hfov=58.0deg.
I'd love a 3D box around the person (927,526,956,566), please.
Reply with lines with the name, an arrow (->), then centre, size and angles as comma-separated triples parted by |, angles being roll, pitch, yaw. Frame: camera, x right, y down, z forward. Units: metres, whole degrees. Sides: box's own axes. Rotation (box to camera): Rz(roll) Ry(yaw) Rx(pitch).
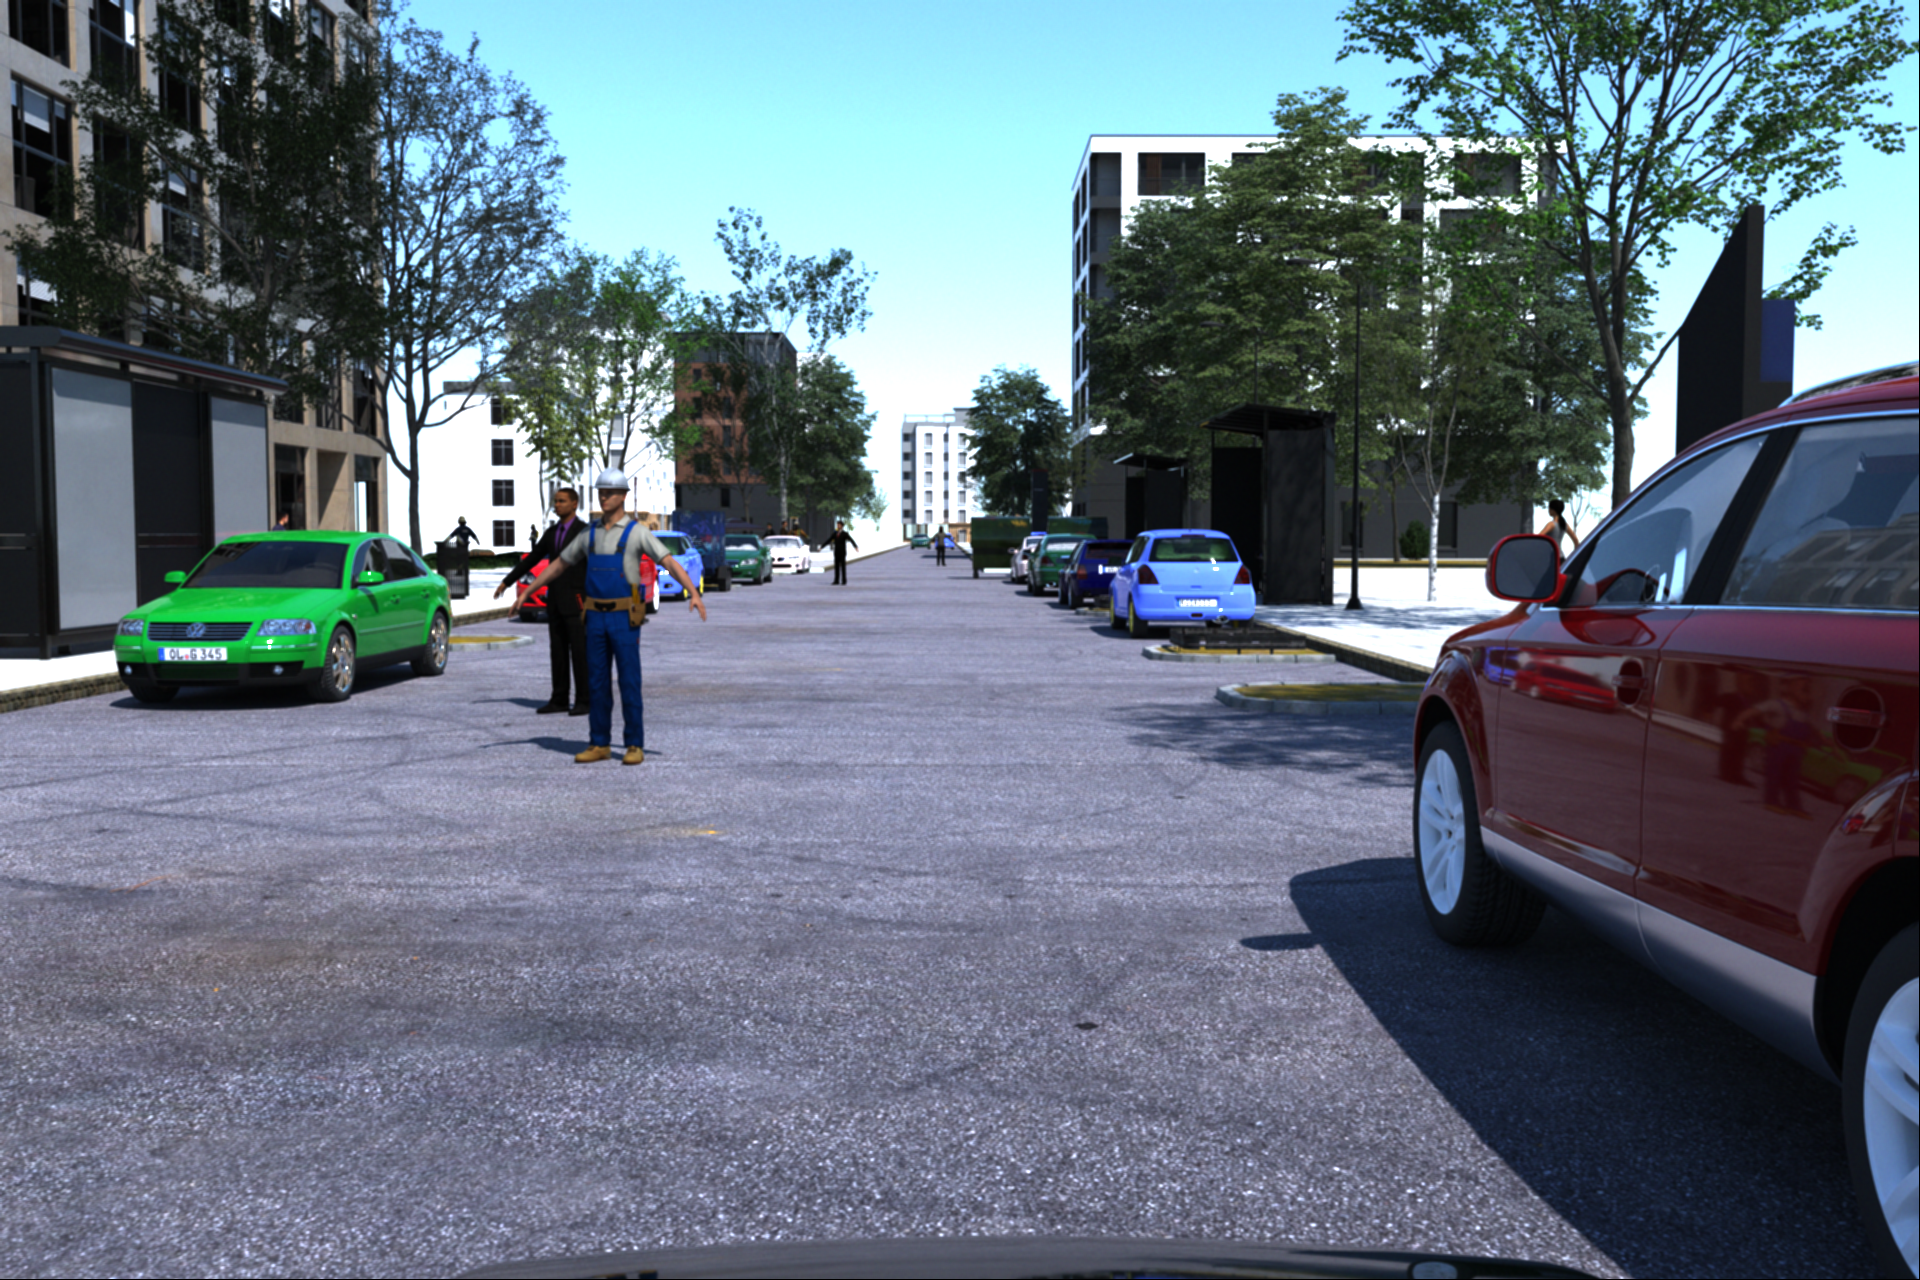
person -> -0.843, -4.241, 77.922 | 1.348, 1.813, 0.705 | -1, 4, -19

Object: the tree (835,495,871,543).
tree -> -16.737, -20.088, 262.856 | 7.601, 10.594, 8.767 | 1, 4, 9

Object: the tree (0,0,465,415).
tree -> -12.292, -5.791, 29.089 | 8.767, 10.594, 7.601 | 1, 4, 14

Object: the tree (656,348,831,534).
tree -> -10.595, -9.298, 86.434 | 8.767, 10.594, 7.601 | -2, 4, -26

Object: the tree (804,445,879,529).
tree -> -10.674, -13.447, 154.267 | 7.601, 10.594, 8.767 | 3, 5, 42

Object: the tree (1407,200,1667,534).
tree -> 21.652, -9.753, 66.115 | 9.857, 13.997, 8.962 | 0, 3, 0

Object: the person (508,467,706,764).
person -> -2.183, -0.156, 10.861 | 1.347, 1.847, 0.705 | 1, 4, 16

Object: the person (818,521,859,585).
person -> -3.398, -2.458, 48.834 | 1.347, 1.806, 0.705 | 2, 4, 28

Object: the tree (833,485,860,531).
tree -> -11.086, -12.979, 162.573 | 4.737, 8.622, 4.395 | 0, 3, 0

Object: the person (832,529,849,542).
person -> -5.869, -4.796, 84.377 | 0.705, 1.833, 1.349 | 2, 4, 31

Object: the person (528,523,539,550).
person -> -22.846, -5.314, 92.662 | 0.705, 1.856, 1.354 | 0, 4, 0

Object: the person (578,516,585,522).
person -> -7.201, -1.475, 33.043 | 1.216, 1.772, 0.721 | -3, 4, -38

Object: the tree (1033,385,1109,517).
tree -> 5.317, -8.276, 85.677 | 4.360, 8.622, 3.978 | 0, 3, 0

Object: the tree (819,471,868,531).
tree -> -10.097, -11.944, 145.654 | 4.737, 8.622, 4.395 | 0, 3, 0

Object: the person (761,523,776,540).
person -> -9.458, -4.892, 85.914 | 0.705, 1.837, 1.347 | -3, 5, -42

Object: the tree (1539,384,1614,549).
tree -> 27.605, -7.769, 77.390 | 4.360, 8.622, 3.978 | 0, 3, 0

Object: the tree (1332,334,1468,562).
tree -> 19.526, -8.811, 78.470 | 7.601, 10.594, 8.767 | 1, 4, 16

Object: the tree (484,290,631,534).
tree -> -12.369, -6.241, 52.408 | 4.737, 8.622, 4.395 | 0, 3, 0

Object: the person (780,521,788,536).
person -> -6.927, -3.821, 68.615 | 0.704, 1.812, 1.346 | 0, 4, -1

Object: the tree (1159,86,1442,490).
tree -> 8.704, -7.725, 44.423 | 7.486, 12.596, 7.792 | 0, 3, 0

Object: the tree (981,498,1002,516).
tree -> 5.145, -18.729, 256.572 | 4.737, 8.622, 4.395 | 0, 3, 0

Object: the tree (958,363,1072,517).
tree -> 4.743, -13.569, 128.511 | 9.857, 13.997, 8.962 | 0, 3, 0

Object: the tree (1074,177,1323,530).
tree -> 8.584, -9.517, 62.262 | 9.857, 13.997, 8.962 | 0, 3, 0

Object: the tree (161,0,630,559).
tree -> -12.695, -7.907, 39.655 | 12.009, 13.543, 11.850 | 0, 3, 0

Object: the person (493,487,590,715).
person -> -3.138, -0.313, 13.795 | 1.346, 1.802, 0.704 | 2, 4, 28

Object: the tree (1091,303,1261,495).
tree -> 9.717, -9.124, 74.940 | 9.928, 11.665, 9.643 | 0, 3, 0

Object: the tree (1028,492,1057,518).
tree -> 13.906, -20.921, 260.184 | 7.486, 12.596, 7.792 | 0, 3, 0

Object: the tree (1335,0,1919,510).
tree -> 8.812, -5.952, 23.064 | 9.928, 11.665, 9.643 | 0, 3, 0

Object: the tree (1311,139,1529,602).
tree -> 9.008, -5.025, 32.518 | 4.360, 8.622, 3.978 | 0, 3, 0

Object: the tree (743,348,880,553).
tree -> -10.178, -13.063, 120.242 | 9.857, 13.997, 8.962 | 0, 3, 0

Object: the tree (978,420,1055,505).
tree -> 5.181, -14.057, 155.593 | 9.928, 11.665, 9.643 | 0, 3, 0

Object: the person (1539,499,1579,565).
person -> 7.685, -0.966, 22.598 | 1.217, 1.737, 0.721 | -2, 4, -31

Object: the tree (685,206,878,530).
tree -> -11.981, -15.104, 102.837 | 12.611, 20.169, 13.585 | 0, 3, 0

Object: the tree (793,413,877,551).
tree -> -10.197, -12.224, 134.281 | 8.767, 10.594, 7.601 | 3, 4, 37

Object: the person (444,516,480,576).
person -> -15.242, -2.883, 53.001 | 0.704, 1.845, 1.351 | 3, 5, 42

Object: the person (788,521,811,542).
person -> -7.212, -4.317, 76.350 | 1.354, 1.858, 0.705 | 0, 4, 2

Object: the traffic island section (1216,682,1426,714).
traffic island section -> 3.235, 0.494, 14.783 | 1.991, 0.108, 1.994 | 0, 4, 0

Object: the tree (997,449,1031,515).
tree -> 4.802, -11.714, 141.878 | 4.360, 8.622, 3.978 | 0, 3, 0

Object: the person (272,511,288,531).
person -> -12.603, -1.542, 32.169 | 0.530, 1.710, 0.541 | 0, 4, 5

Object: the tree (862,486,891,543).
tree -> -12.231, -18.701, 256.117 | 4.737, 8.622, 4.395 | 0, 3, 0

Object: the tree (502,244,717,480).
tree -> -12.664, -8.390, 62.939 | 9.928, 11.665, 9.643 | 0, 3, 0

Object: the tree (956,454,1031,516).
tree -> 4.109, -14.412, 170.048 | 8.767, 10.594, 7.601 | -1, 4, -23
